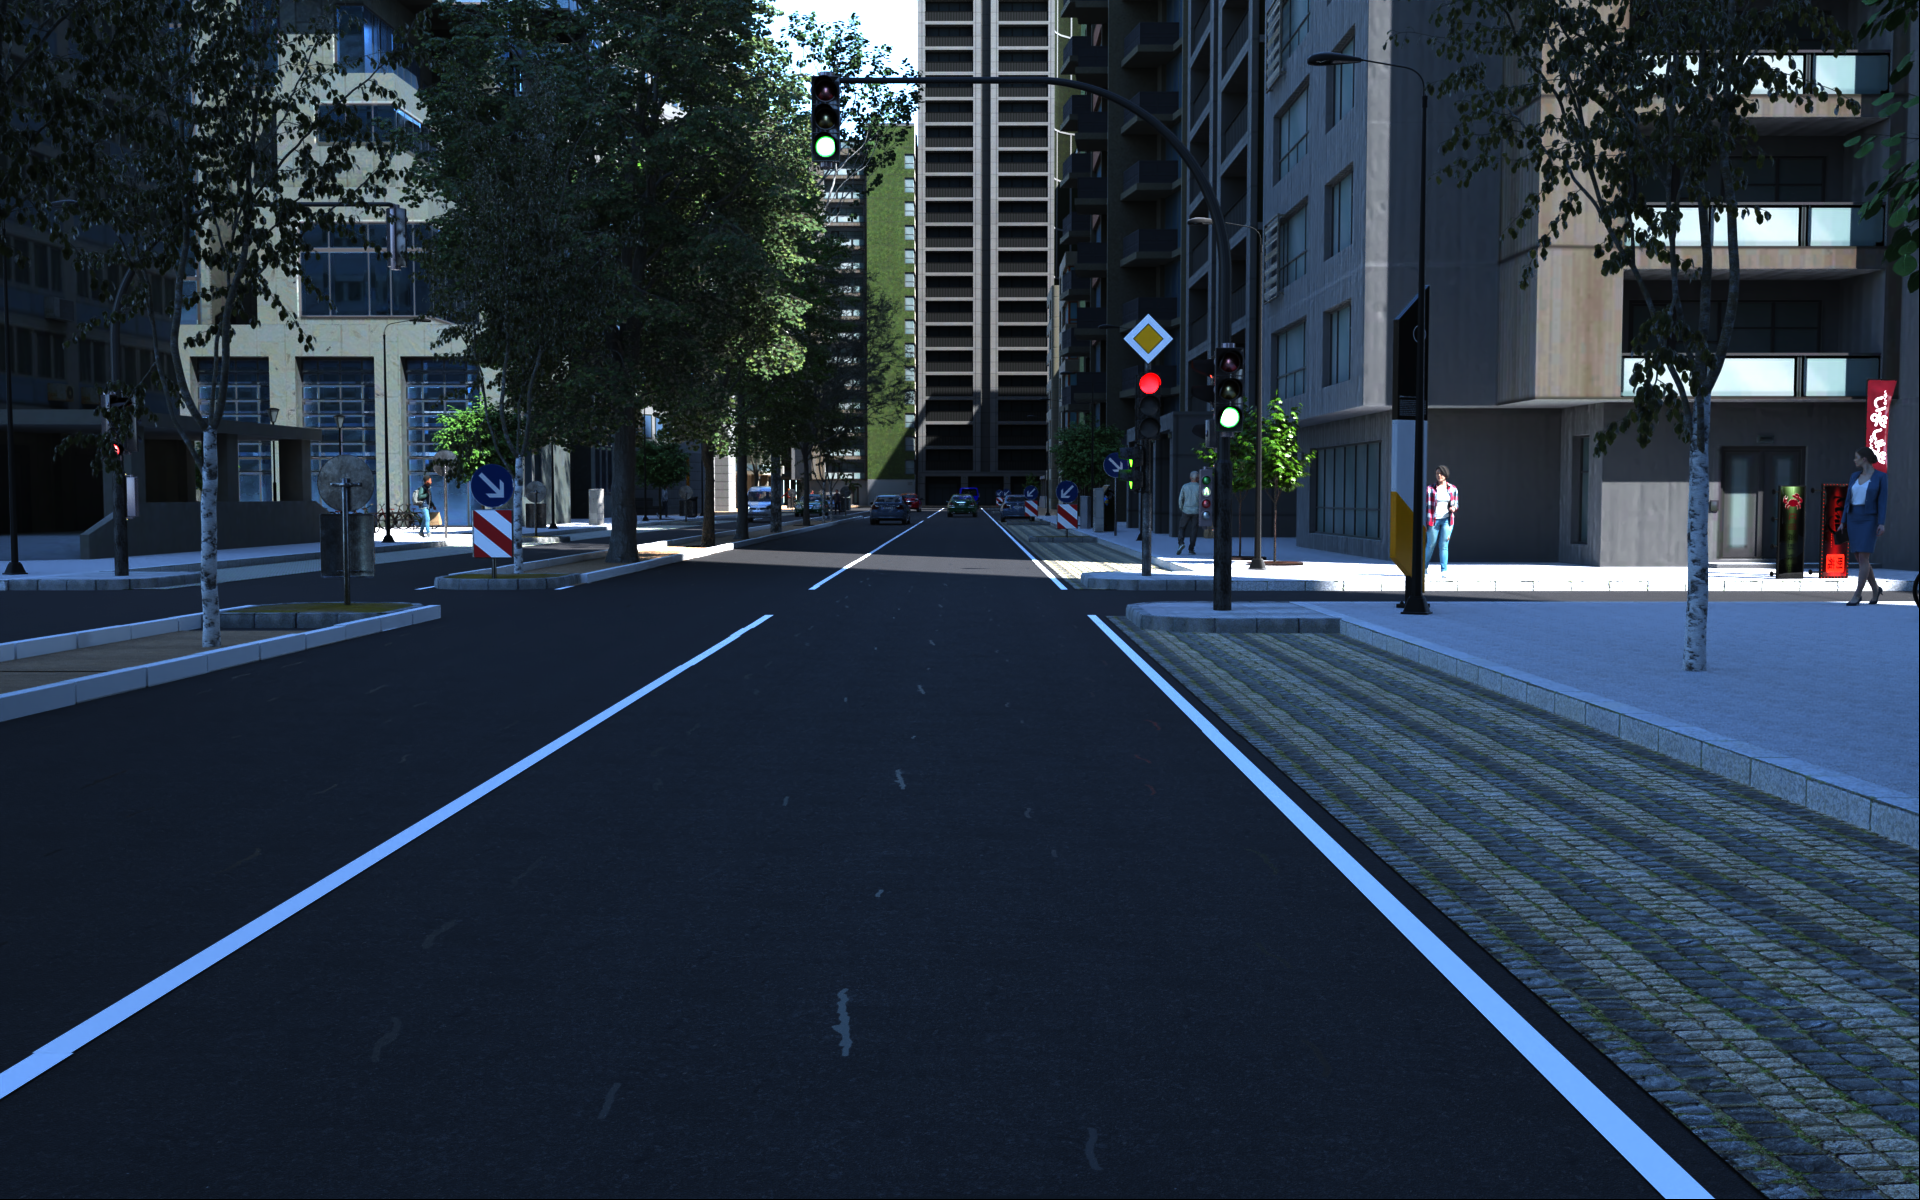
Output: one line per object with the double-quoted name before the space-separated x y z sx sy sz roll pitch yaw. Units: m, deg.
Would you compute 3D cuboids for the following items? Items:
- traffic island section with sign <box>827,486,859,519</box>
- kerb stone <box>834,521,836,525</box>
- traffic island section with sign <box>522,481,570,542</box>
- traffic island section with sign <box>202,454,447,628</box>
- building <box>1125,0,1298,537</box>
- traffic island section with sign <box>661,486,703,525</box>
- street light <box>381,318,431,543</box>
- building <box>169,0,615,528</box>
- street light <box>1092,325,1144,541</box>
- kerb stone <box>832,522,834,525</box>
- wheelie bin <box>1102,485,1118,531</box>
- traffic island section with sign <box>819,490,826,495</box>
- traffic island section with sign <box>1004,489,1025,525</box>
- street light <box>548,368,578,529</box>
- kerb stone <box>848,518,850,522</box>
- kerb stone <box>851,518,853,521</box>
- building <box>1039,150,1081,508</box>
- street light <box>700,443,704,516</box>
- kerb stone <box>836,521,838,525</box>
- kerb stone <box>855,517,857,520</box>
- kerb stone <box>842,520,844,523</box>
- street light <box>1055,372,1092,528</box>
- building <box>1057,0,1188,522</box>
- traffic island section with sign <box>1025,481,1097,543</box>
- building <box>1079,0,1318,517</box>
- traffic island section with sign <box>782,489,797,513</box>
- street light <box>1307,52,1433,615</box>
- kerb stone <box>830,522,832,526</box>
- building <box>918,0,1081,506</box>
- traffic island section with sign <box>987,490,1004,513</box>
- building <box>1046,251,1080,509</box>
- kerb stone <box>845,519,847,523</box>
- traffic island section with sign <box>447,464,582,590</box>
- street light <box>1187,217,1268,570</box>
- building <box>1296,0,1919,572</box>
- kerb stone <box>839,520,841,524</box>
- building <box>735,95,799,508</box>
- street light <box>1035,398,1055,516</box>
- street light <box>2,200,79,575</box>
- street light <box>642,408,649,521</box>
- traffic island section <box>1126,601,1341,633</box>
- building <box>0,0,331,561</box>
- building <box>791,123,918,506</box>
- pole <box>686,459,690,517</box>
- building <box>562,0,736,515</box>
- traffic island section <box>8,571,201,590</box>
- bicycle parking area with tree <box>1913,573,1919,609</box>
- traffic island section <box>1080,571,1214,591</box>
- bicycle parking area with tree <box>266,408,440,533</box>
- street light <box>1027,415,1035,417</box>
"traffic island section with sign" -6.787 -5.741 101.998 2.006 1.907 1.989 0 4 0
"kerb stone" -5.838 -3.442 78.473 0.120 0.150 1.000 0 4 0
"traffic island section with sign" -12.773 -2.642 51.830 1.989 1.847 2.006 0 4 0
"traffic island section with sign" -7.110 -0.692 19.453 2.006 1.907 1.989 0 4 0
"building" 16.517 -37.643 53.707 20.563 71.187 20.611 0 4 0
"traffic island section with sign" -12.657 -4.359 79.898 1.989 1.847 2.006 0 4 0
"street light" -14.603 -4.475 45.701 1.470 5.913 1.316 0 4 0
"building" -28.347 -46.870 78.996 22.319 86.520 31.000 0 4 0
"street light" 4.485 -4.590 47.596 1.470 5.913 1.316 0 4 0
"kerb stone" -5.841 -3.380 77.450 0.120 0.150 1.000 0 4 0
"wheelie bin" 5.059 -3.181 59.912 0.693 1.594 0.980 -1 4 -15
"traffic island section with sign" -12.365 -9.010 155.945 1.989 1.847 2.006 0 4 0
"traffic island section with sign" 3.153 -4.371 80.097 1.989 1.847 2.006 0 4 0
"street light" -14.509 -5.588 63.897 1.470 5.913 1.316 0 4 0
"kerb stone" -5.807 -4.007 87.707 0.120 0.150 1.000 0 4 0
"kerb stone" -5.791 -4.129 89.758 0.120 0.150 1.000 0 4 0
"building" 23.931 -28.860 163.735 32.217 40.220 23.993 0 4 0
"street light" -14.468 -7.841 100.746 1.470 5.913 1.316 0 4 0
"kerb stone" -5.831 -3.500 79.495 0.120 0.150 1.000 0 4 0
"kerb stone" -5.774 -4.320 92.831 0.120 0.150 1.000 0 4 0
"kerb stone" -5.808 -3.755 83.598 0.120 0.150 1.000 0 4 0
"street light" 4.493 -5.703 65.793 1.470 5.913 1.316 0 4 0
"building" 16.426 -26.457 87.192 22.147 44.769 28.867 0 4 0
"traffic island section with sign" 3.051 -2.638 51.759 1.989 1.847 2.006 0 4 0
"building" 14.879 -26.365 114.668 14.154 41.232 14.086 0 4 0
"traffic island section with sign" -12.468 -7.362 128.990 1.989 1.847 2.006 0 4 0
"street light" 4.352 -2.804 18.387 1.470 5.913 1.316 0 4 0
"kerb stone" -5.846 -3.317 76.428 0.120 0.150 1.000 0 4 0
"building" 5.732 -46.419 197.199 20.611 71.187 20.563 0 4 0
"traffic island section with sign" 3.457 -9.050 156.602 1.989 1.847 2.006 0 4 0
"building" 21.391 -17.913 137.919 27.650 21.520 28.899 0 4 0
"kerb stone" -5.805 -3.881 85.653 0.120 0.150 1.000 0 4 0
"traffic island section with sign" -7.071 -1.145 26.860 2.006 1.907 1.989 0 4 0
"street light" 4.515 -3.469 29.255 1.470 5.913 1.316 0 4 0
"building" 14.201 -21.457 34.425 14.086 41.232 14.154 0 4 0
"kerb stone" -5.831 -3.625 81.553 0.120 0.150 1.000 0 4 0
"building" -28.847 -28.635 160.059 23.993 40.220 32.217 0 4 0
"street light" 4.518 -6.816 83.990 1.470 5.913 1.316 0 4 0
"street light" -14.565 -3.362 27.503 1.470 5.913 1.316 0 4 0
"street light" -14.396 -6.701 82.094 1.470 5.913 1.316 0 4 0
"traffic island section" 2.914 0.190 19.176 2.009 0.180 2.903 0 4 0
"building" -33.161 -21.276 39.743 32.217 40.220 23.993 0 4 0
"building" -11.715 -31.229 194.186 14.086 41.232 14.154 0 4 0
"pole" -15.173 -6.286 96.621 0.158 3.312 0.155 0 3 0
"building" -27.510 -35.072 115.430 21.231 58.520 28.212 0 4 0
"traffic island section" -13.196 -0.303 27.228 2.009 0.180 2.903 0 4 0
"bicycle parking area with tree" 12.566 -1.602 13.196 9.016 4.147 8.231 2 4 27
"traffic island section" 2.946 -0.298 27.161 2.009 0.180 2.903 0 4 0
"bicycle parking area with tree" -22.556 -4.486 60.354 9.016 4.147 8.231 1 4 17
"street light" 4.652 -7.929 102.187 1.470 5.913 1.316 0 4 0
